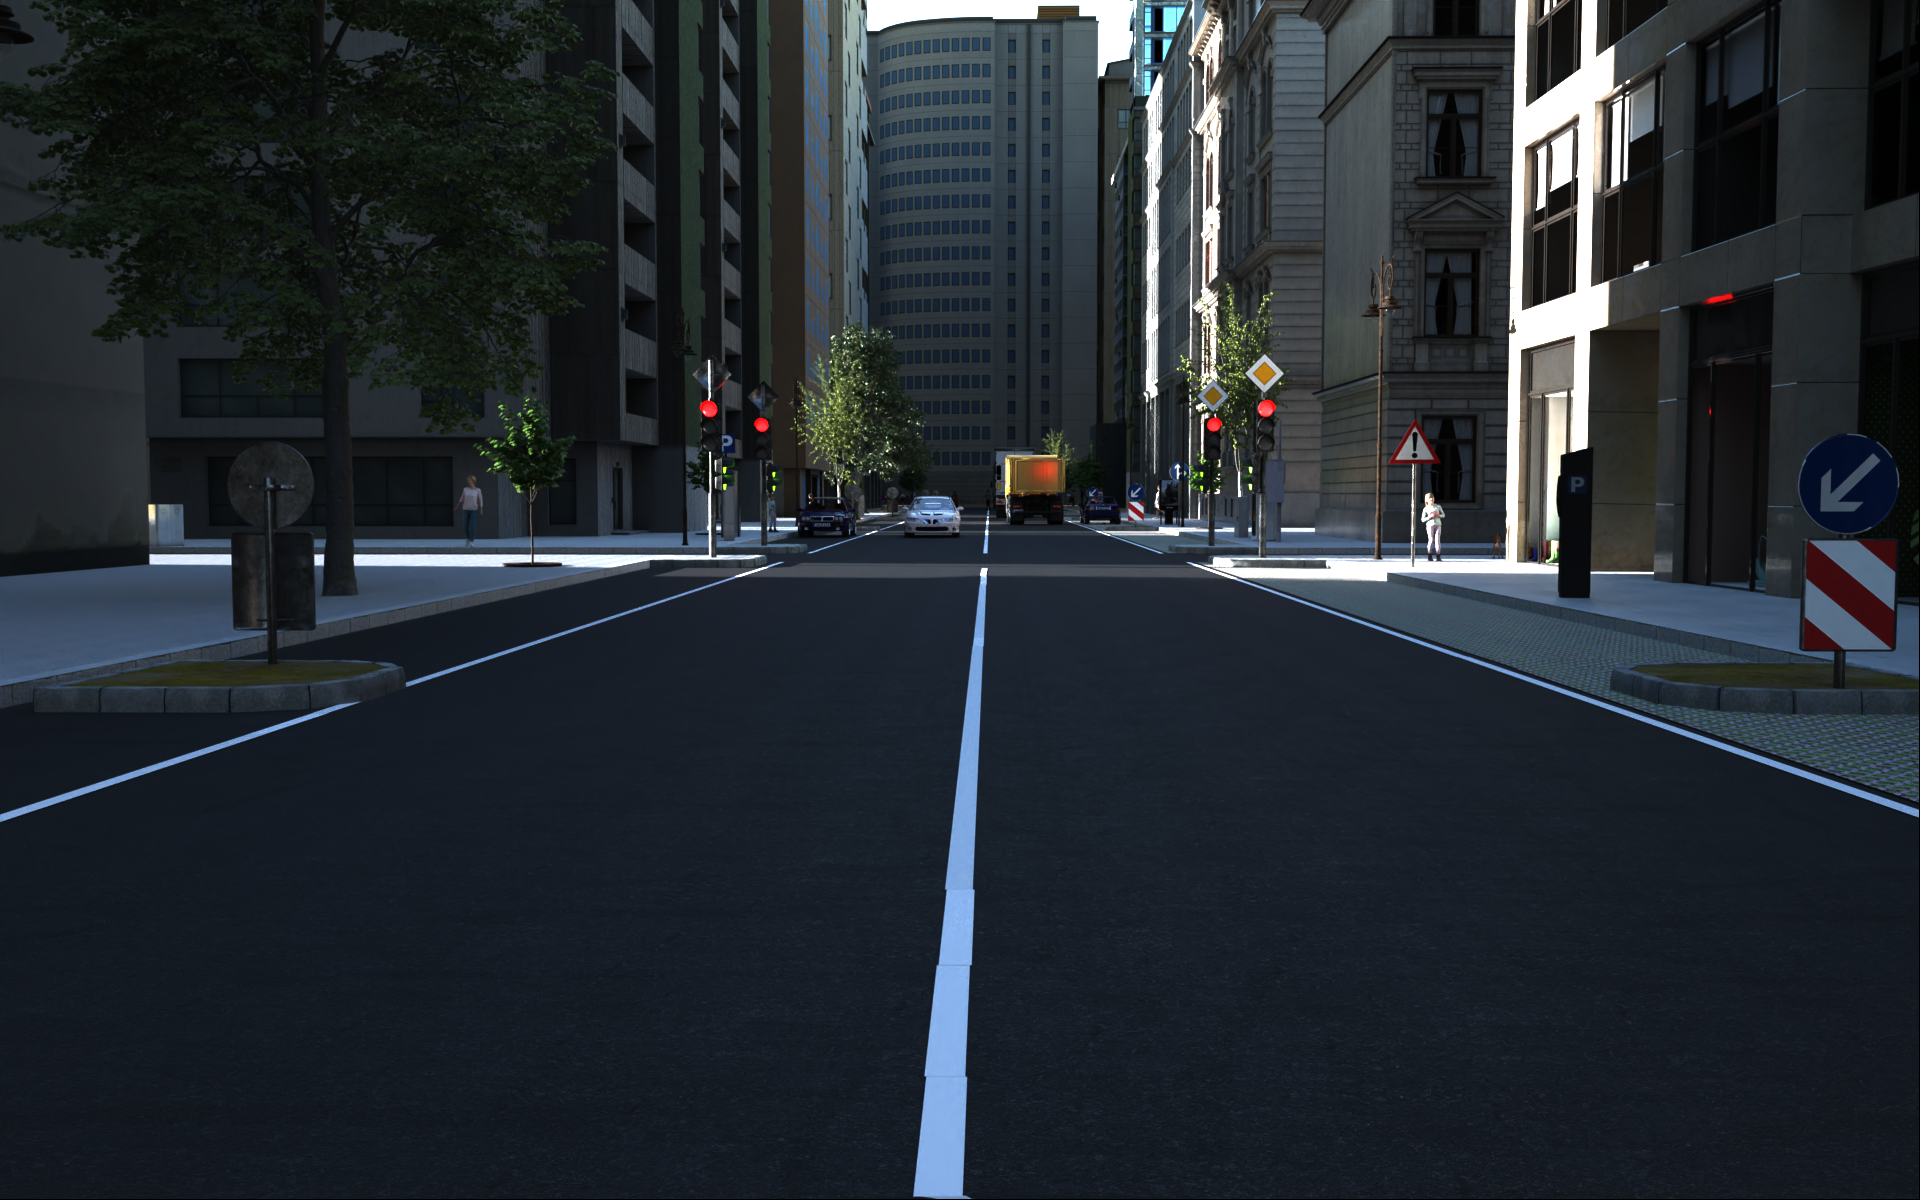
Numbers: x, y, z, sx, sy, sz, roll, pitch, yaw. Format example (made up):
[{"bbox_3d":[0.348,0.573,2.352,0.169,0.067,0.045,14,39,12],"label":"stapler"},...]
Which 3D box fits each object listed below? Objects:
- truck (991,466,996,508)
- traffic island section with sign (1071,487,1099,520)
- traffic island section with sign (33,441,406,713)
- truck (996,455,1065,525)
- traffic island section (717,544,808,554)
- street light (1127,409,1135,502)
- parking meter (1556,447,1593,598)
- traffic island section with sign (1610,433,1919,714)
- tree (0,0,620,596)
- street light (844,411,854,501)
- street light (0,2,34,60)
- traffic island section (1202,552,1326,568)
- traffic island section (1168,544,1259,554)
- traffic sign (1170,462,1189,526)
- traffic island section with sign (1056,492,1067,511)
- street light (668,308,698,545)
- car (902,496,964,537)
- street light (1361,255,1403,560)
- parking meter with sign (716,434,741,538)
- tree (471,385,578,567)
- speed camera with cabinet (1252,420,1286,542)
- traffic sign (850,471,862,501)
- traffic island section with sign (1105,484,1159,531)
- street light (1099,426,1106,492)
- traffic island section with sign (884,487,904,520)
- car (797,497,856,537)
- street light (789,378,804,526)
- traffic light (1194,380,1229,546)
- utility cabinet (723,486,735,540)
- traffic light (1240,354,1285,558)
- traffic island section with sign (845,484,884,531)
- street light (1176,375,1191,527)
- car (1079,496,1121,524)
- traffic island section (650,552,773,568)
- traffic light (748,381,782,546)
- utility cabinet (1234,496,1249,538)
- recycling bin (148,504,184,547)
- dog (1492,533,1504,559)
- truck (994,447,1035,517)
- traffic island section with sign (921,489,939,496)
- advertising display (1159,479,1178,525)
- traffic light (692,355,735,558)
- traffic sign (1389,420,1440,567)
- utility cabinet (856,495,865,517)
[{"bbox_3d":[4.595,-11.169,171.522,2.839,4.237,11.283,0,4,-1],"label":"truck"},{"bbox_3d":[7.159,-5.311,95.464,1.989,1.847,2.006,0,4,1],"label":"traffic island section with sign"},{"bbox_3d":[-5.091,-0.224,12.297,1.989,1.847,2.006,0,4,1],"label":"traffic island section with sign"},{"bbox_3d":[3.585,-5.442,84.905,3.469,3.379,9.791,0,4,0],"label":"truck"},{"bbox_3d":[-4.890,-1.273,43.087,2.009,0.180,2.903,0,4,1],"label":"traffic island section"},{"bbox_3d":[9.112,-7.316,92.400,0.468,5.910,1.993,0,4,1],"label":"street light"},{"bbox_3d":[7.600,-0.962,21.443,0.399,1.863,0.255,1,4,12],"label":"parking meter"},{"bbox_3d":[5.726,-0.214,12.129,1.989,1.847,2.006,0,4,1],"label":"traffic island section with sign"},{"bbox_3d":[-8.271,-6.342,21.820,7.486,12.596,7.792,0,3,0],"label":"tree"},{"bbox_3d":[-6.023,-7.411,93.962,0.468,5.910,1.993,0,4,1],"label":"street light"},{"bbox_3d":[-7.416,-2.445,12.759,0.468,5.910,1.993,0,4,1],"label":"street light"},{"bbox_3d":[6.113,-0.772,34.908,2.009,0.180,2.903,0,4,1],"label":"traffic island section"},{"bbox_3d":[6.249,-1.261,42.892,2.009,0.180,2.903,0,4,1],"label":"traffic island section"},{"bbox_3d":[8.679,-4.188,68.579,0.768,2.556,0.104,0,4,5],"label":"traffic sign"},{"bbox_3d":[8.012,-8.373,145.518,1.989,1.847,2.006,0,4,1],"label":"traffic island section with sign"},{"bbox_3d":[-6.888,-4.308,43.230,0.468,5.910,1.993,0,4,1],"label":"street light"},{"bbox_3d":[-0.920,-2.835,58.711,2.083,1.381,4.827,0,3,0],"label":"car"},{"bbox_3d":[8.177,-3.726,33.709,0.468,5.910,1.993,0,4,1],"label":"street light"},{"bbox_3d":[-6.807,-3.364,51.256,0.543,3.016,1.738,0,4,0],"label":"parking meter with sign"},{"bbox_3d":[-7.503,-2.205,30.657,1.663,3.219,1.824,0,3,0],"label":"tree"},{"bbox_3d":[8.340,-3.216,46.916,0.660,3.252,2.038,0,4,1],"label":"speed camera with cabinet"},{"bbox_3d":[-5.839,-5.905,96.644,0.768,2.556,0.104,0,4,7],"label":"traffic sign"},{"bbox_3d":[6.681,-3.600,67.487,1.989,1.847,2.006,0,4,1],"label":"traffic island section with sign"},{"bbox_3d":[9.584,-8.848,117.450,0.468,5.910,1.993,0,4,1],"label":"street light"},{"bbox_3d":[-3.664,-5.319,95.590,1.989,1.847,2.006,0,4,1],"label":"traffic island section with sign"},{"bbox_3d":[-4.467,-2.805,58.448,1.945,1.354,3.894,0,4,1],"label":"car"},{"bbox_3d":[-6.495,-5.879,68.912,0.468,5.910,1.993,0,4,1],"label":"street light"},{"bbox_3d":[6.209,-3.294,42.779,0.839,4.253,0.868,0,4,1],"label":"traffic light"},{"bbox_3d":[-6.433,-2.411,48.092,0.318,1.500,1.173,-1,4,-9],"label":"utility cabinet"},{"bbox_3d":[6.073,-2.806,34.795,0.839,4.253,0.868,0,4,1],"label":"traffic light"},{"bbox_3d":[-4.138,-3.615,67.741,1.989,1.847,2.006,0,4,1],"label":"traffic island section with sign"},{"bbox_3d":[8.667,-5.777,67.237,0.468,5.910,1.993,0,4,1],"label":"street light"},{"bbox_3d":[6.684,-4.291,82.741,1.945,1.354,3.894,0,4,0],"label":"car"},{"bbox_3d":[-5.027,-0.784,35.103,2.009,0.180,2.903,0,4,1],"label":"traffic island section"},{"bbox_3d":[-4.850,-3.305,42.951,0.839,4.253,0.868,0,4,1],"label":"traffic light"},{"bbox_3d":[8.333,-2.457,51.334,0.306,1.237,1.020,0,4,2],"label":"utility cabinet"},{"bbox_3d":[-19.630,-1.840,42.635,0.722,1.027,0.722,2,4,34],"label":"recycling bin"},{"bbox_3d":[10.681,-1.073,34.378,0.406,0.507,0.540,-1,4,-21],"label":"dog"},{"bbox_3d":[3.499,-7.374,109.473,2.839,4.237,11.283,0,4,2],"label":"truck"},{"bbox_3d":[-2.819,-8.330,144.825,1.989,1.847,2.006,0,4,1],"label":"traffic island section with sign"},{"bbox_3d":[8.800,-4.142,72.928,0.974,1.923,0.123,-2,4,-32],"label":"advertising display"},{"bbox_3d":[-4.987,-2.816,34.967,0.839,4.253,0.868,0,4,1],"label":"traffic light"},{"bbox_3d":[7.946,-1.855,30.329,0.884,2.594,0.081,0,4,5],"label":"traffic sign"},{"bbox_3d":[-5.673,-5.296,97.748,0.306,1.237,1.020,1,4,13],"label":"utility cabinet"}]
